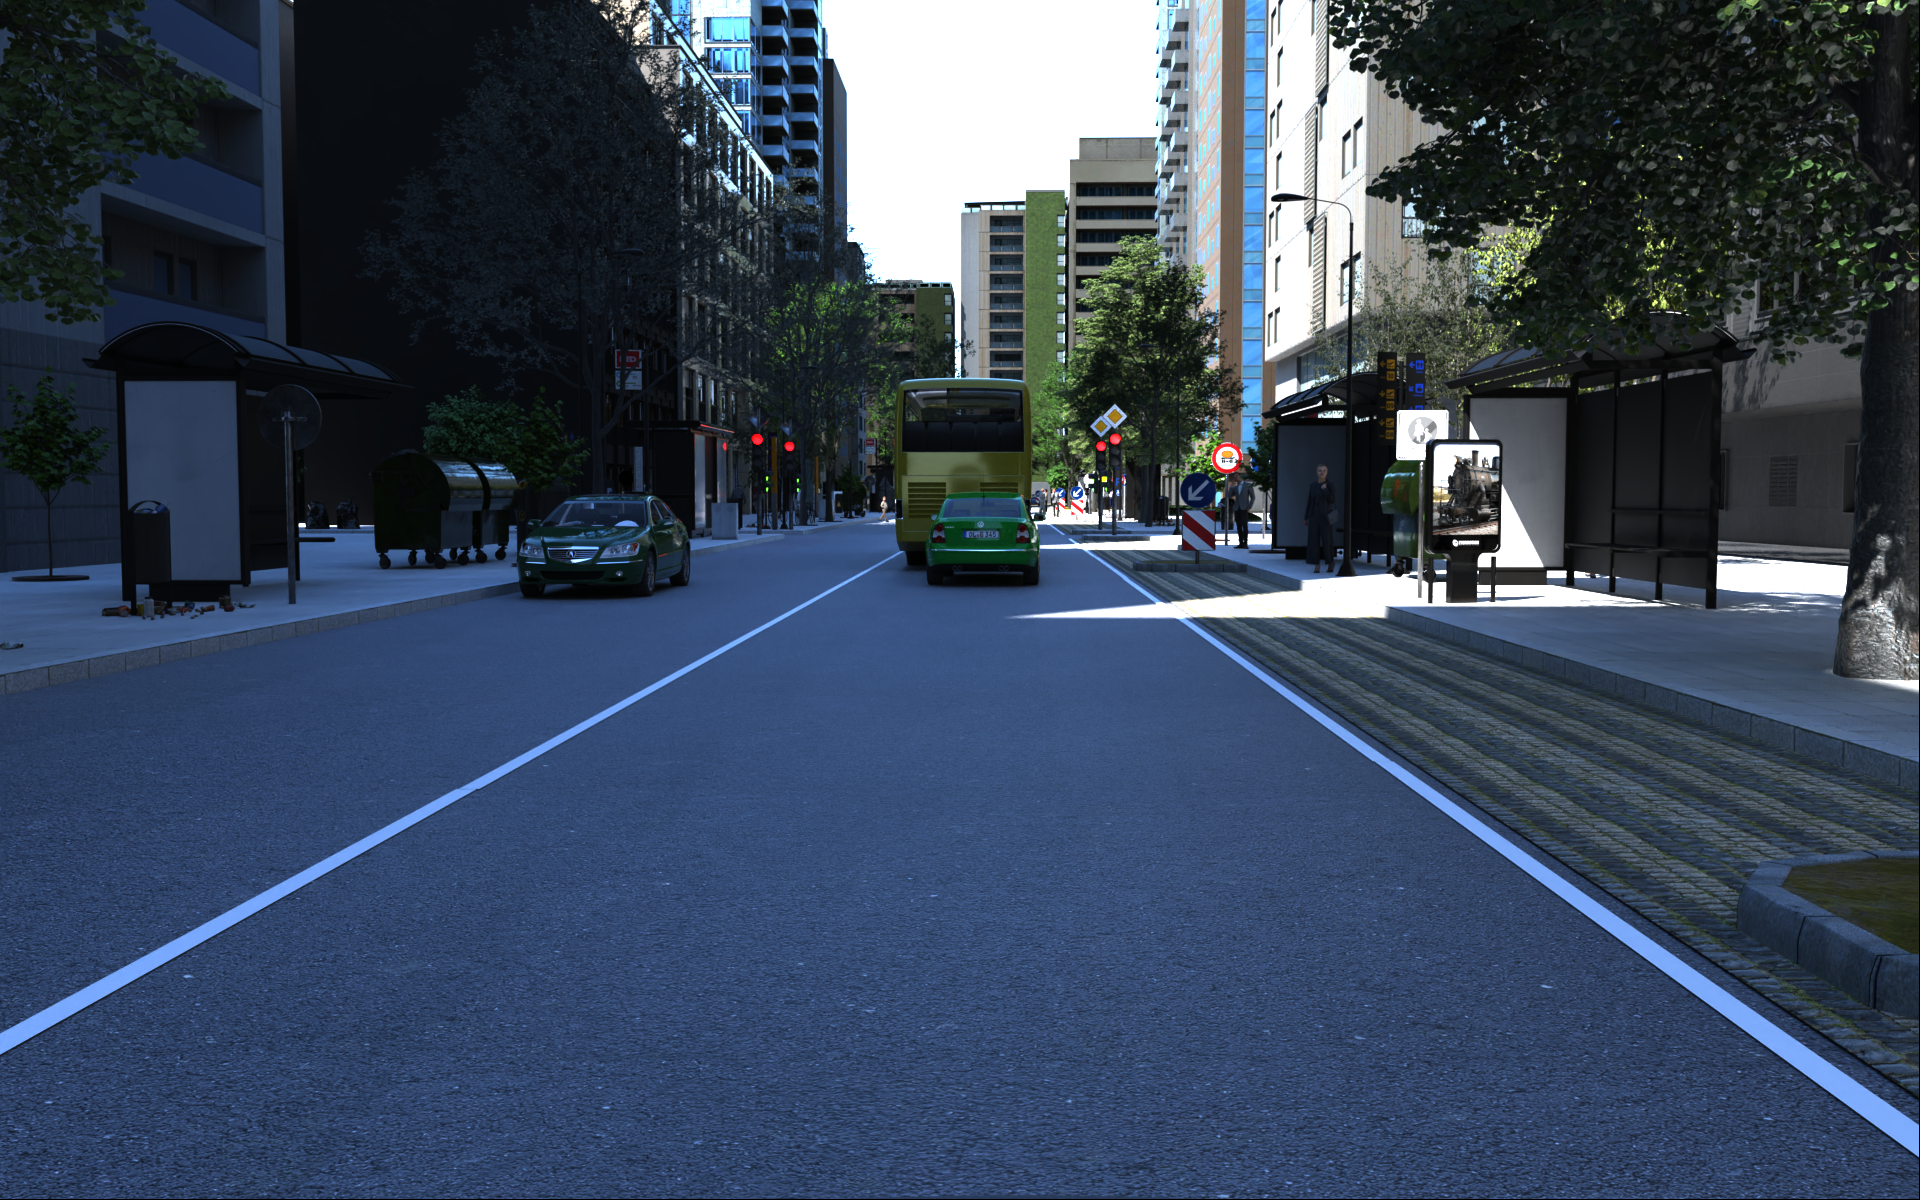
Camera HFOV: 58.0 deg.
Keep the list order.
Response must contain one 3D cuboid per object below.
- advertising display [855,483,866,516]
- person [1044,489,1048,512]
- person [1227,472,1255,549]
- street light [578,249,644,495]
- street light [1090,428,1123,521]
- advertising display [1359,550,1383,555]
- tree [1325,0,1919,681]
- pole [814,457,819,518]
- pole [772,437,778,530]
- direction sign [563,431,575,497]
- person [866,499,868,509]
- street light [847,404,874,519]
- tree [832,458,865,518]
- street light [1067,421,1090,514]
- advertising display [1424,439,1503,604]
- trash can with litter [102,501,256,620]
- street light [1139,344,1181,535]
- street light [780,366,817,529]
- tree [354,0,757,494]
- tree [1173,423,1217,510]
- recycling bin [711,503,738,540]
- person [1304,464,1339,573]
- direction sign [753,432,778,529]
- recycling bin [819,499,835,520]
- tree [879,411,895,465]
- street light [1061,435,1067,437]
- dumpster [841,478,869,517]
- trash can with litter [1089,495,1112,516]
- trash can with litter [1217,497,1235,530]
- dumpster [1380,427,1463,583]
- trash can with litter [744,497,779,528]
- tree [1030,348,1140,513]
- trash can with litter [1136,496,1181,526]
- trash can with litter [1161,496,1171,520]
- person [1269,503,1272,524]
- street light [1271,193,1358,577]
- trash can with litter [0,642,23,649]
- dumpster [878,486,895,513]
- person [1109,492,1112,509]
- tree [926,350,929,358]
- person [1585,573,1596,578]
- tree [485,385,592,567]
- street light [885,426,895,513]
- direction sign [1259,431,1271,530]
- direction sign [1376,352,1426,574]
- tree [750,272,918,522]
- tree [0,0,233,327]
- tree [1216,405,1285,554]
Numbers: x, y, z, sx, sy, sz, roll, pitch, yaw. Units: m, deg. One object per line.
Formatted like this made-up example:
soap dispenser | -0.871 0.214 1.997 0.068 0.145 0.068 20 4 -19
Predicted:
advertising display | -6.062 -5.964 102.723 0.974 1.923 0.123 0 4 4
person | 6.861 -7.972 138.849 0.705 1.823 1.348 1 4 9
person | 6.604 -2.107 40.670 0.473 1.802 0.592 -3 4 -39
street light | -6.675 -3.696 32.968 1.470 5.913 1.316 0 4 2
street light | 7.078 -6.715 82.328 1.470 5.913 1.316 0 4 2
advertising display | 8.802 -1.923 36.656 0.123 1.923 0.974 -2 4 -35
tree | 6.484 -6.438 11.919 9.857 13.997 8.962 0 3 0
pole | -7.819 -6.147 94.343 0.158 3.312 0.155 0 3 0
pole | -6.633 -4.167 61.968 0.158 3.312 0.155 0 3 0
direction sign | -14.194 -4.339 62.934 0.379 3.537 0.876 -3 4 -37
person | -8.121 -8.804 149.950 0.705 1.831 1.348 1 4 13
street light | -5.127 -7.170 89.772 1.470 5.913 1.316 0 4 2
tree | -5.902 -6.013 92.909 1.663 3.219 1.824 0 3 0
street light | 7.714 -8.400 109.873 1.470 5.913 1.316 0 4 2
advertising display | 5.910 -0.926 20.352 0.974 1.923 0.123 -1 4 -17
trash can with litter | -8.409 -0.474 18.808 1.678 1.210 2.233 1 4 19
street light | 6.241 -4.972 53.837 1.470 5.913 1.316 0 4 2
street light | -5.862 -5.523 62.843 1.470 5.913 1.316 0 4 2
tree | -8.183 -7.888 39.336 12.009 13.543 11.850 0 3 0
tree | 6.884 -3.212 47.112 1.663 3.219 1.824 0 3 0
recycling bin | -6.661 -2.236 49.107 0.722 1.027 0.722 0 4 -5
person | 5.885 -1.333 28.257 0.576 1.772 0.534 1 4 19
direction sign | -7.105 -4.365 63.369 0.876 3.537 0.379 0 4 1
recycling bin | -6.678 -4.543 86.832 0.722 1.027 0.722 0 4 4
tree | -4.476 -11.299 135.105 4.360 8.622 3.978 0 3 0
street light | 8.439 -10.047 136.803 1.470 5.913 1.316 0 4 2
dumpster | -5.875 -5.754 96.565 1.502 2.255 1.985 0 4 1
trash can with litter | 8.875 -5.584 102.357 2.233 1.210 1.678 3 5 42
trash can with litter | 9.577 -3.112 62.266 0.624 1.170 1.055 1 4 11
dumpster | 7.203 -1.421 25.720 1.502 2.255 1.985 0 4 1
trash can with litter | -7.711 -3.413 66.867 1.678 1.210 2.233 -2 4 -24
tree | 9.277 -11.895 120.246 9.928 11.665 9.643 0 3 0
trash can with litter | 8.112 -3.572 69.457 1.678 1.210 2.233 -1 4 -10
trash can with litter | 10.121 -4.528 85.422 0.624 1.170 1.055 0 4 6
person | 13.427 -3.788 73.467 0.738 1.151 1.012 -1 4 -10
street light | 5.503 -3.325 26.908 1.470 5.913 1.316 0 4 2
trash can with litter | -8.900 -0.218 14.622 2.233 1.210 1.678 2 4 28
dumpster | -5.025 -6.970 119.712 1.264 1.857 1.865 0 4 2
person | 12.721 -8.555 146.861 0.756 1.711 0.436 -1 4 -23
tree | -6.286 -9.743 69.671 12.009 13.543 11.850 0 3 0
person | 9.731 -1.255 26.593 0.581 1.822 0.654 2 4 32
tree | -7.308 -2.207 30.691 1.663 3.219 1.824 0 3 0
street light | -4.476 -8.817 116.703 1.470 5.913 1.316 0 4 2
direction sign | 10.872 -4.245 61.397 0.876 3.537 0.379 -2 4 -35
direction sign | 7.052 -2.187 27.759 0.876 3.537 0.379 -1 4 -19
tree | -5.942 -9.419 79.764 9.928 11.665 9.643 0 3 0
tree | -8.859 -5.662 10.703 7.486 12.596 7.792 0 3 0
tree | 6.681 -2.633 37.651 1.663 3.219 1.824 0 3 0
